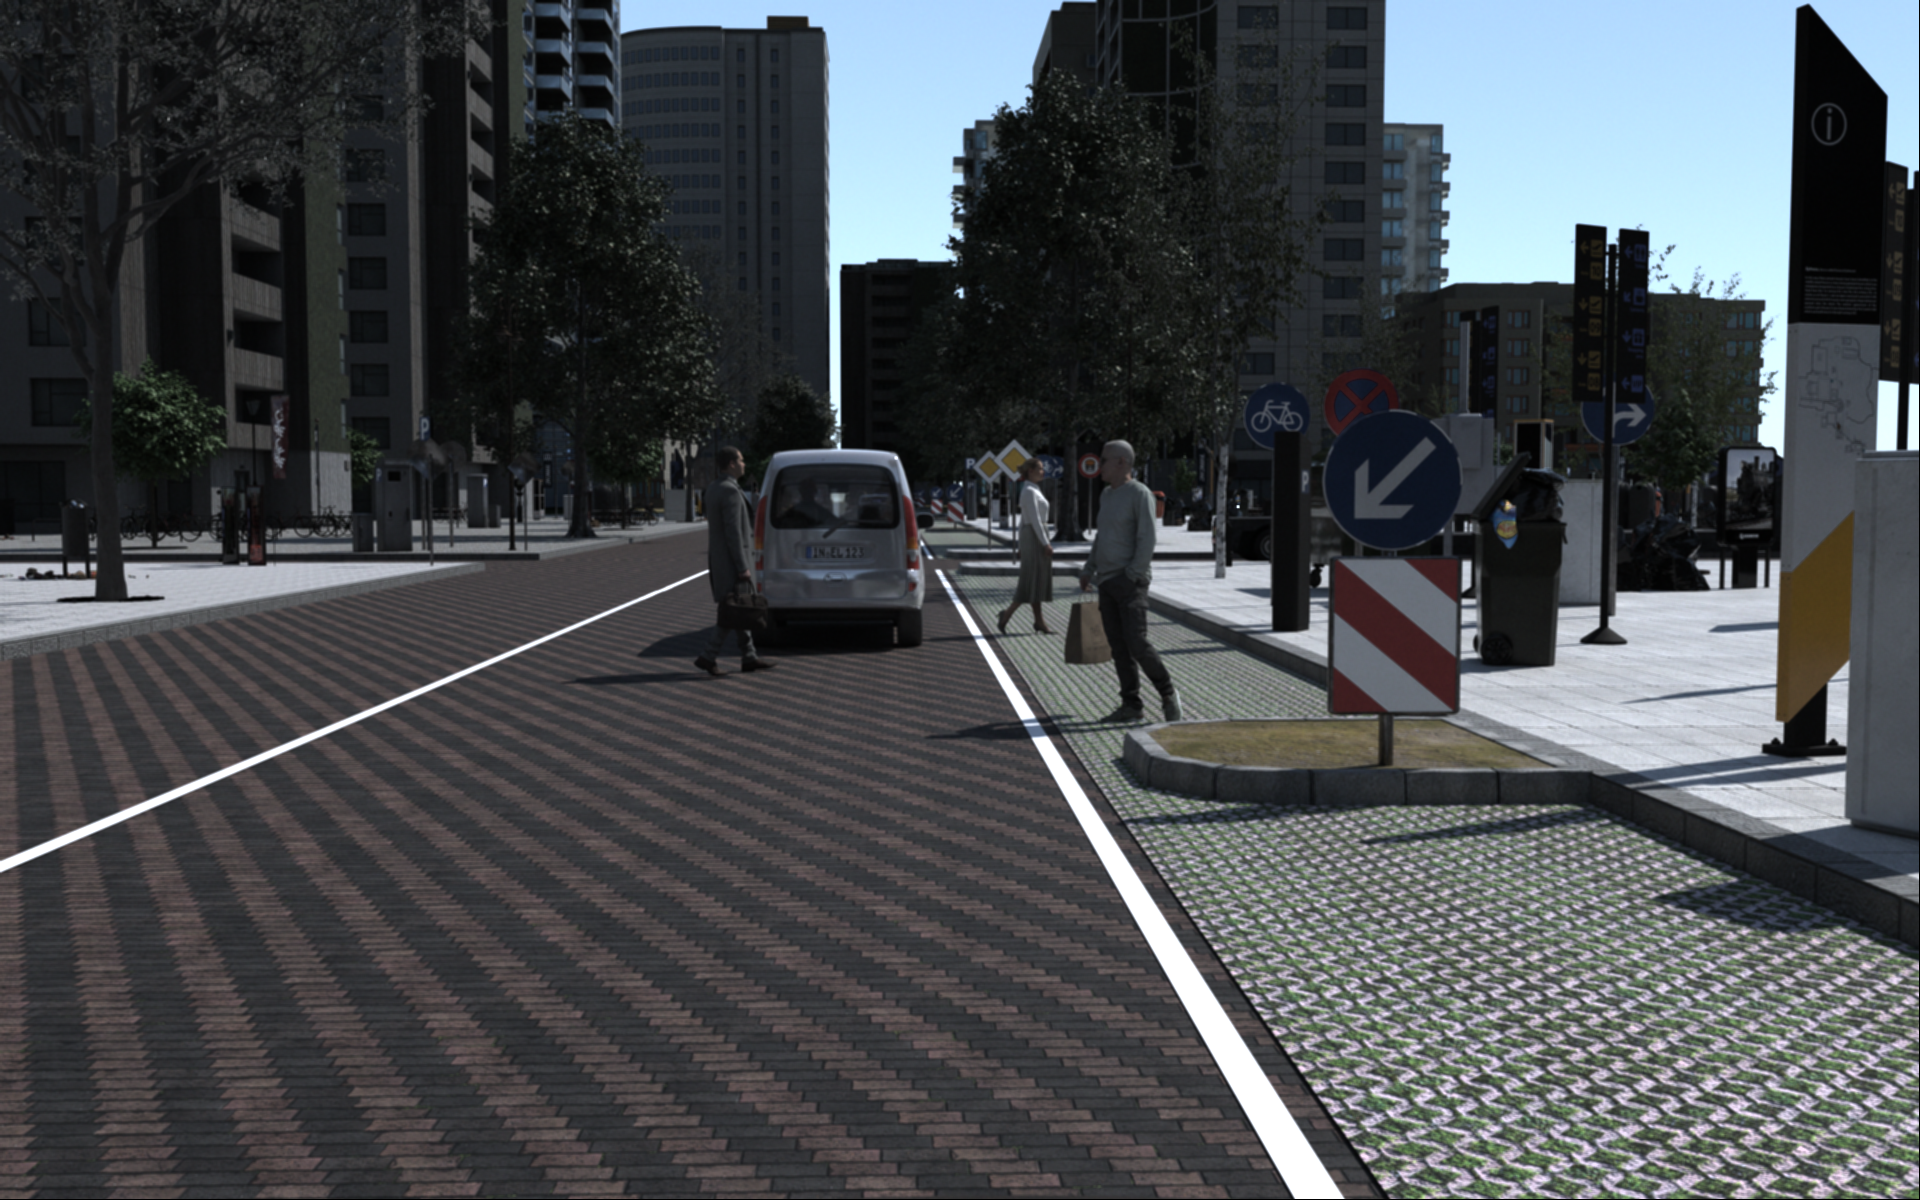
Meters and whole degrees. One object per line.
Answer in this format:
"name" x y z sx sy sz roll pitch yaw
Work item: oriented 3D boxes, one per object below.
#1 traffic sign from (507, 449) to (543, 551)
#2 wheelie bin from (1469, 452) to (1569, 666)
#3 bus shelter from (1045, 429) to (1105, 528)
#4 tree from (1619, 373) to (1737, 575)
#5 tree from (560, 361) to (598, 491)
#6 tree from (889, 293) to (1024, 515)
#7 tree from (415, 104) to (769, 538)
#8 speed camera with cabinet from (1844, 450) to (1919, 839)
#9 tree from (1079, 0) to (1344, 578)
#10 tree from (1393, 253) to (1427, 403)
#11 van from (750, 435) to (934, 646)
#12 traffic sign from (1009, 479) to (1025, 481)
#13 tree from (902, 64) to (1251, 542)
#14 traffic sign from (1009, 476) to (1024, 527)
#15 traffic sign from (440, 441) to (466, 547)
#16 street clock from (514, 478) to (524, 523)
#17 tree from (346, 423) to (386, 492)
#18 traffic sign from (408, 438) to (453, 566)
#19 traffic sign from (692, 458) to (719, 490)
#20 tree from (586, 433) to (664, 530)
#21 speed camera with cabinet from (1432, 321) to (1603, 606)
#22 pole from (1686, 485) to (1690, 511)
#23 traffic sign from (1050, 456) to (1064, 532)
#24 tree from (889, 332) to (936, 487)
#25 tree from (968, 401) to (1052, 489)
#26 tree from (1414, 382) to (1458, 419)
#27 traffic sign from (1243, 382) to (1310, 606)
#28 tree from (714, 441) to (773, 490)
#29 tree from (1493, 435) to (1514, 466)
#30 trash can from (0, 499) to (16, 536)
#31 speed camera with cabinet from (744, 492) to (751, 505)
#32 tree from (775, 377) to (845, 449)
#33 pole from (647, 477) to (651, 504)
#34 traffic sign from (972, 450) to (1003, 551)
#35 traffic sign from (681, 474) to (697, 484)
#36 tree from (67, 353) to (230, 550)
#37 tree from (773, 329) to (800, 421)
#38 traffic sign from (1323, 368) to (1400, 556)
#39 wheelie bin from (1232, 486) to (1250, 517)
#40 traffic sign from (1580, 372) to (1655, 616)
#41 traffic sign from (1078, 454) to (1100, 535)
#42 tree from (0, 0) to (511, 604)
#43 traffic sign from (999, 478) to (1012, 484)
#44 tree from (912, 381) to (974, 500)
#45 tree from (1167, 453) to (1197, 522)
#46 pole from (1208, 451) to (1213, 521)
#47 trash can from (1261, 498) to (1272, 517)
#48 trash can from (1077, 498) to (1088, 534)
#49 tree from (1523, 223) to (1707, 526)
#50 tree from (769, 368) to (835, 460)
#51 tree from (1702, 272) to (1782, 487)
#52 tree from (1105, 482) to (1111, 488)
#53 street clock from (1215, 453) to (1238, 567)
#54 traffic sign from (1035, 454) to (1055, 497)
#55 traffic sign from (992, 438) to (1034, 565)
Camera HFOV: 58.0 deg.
"traffic sign" -9.770 -2.159 38.937 0.795 2.450 0.064 0 4 -2
"wheelie bin" 4.248 -0.322 13.165 0.693 1.594 0.980 1 4 12
"bus shelter" 4.361 -4.557 65.788 1.731 3.624 6.357 0 4 -2
"tree" 11.454 -2.042 27.981 1.663 3.219 1.824 0 3 0
"tree" -20.055 -8.810 94.404 4.737 8.622 4.395 0 3 0
"tree" 0.398 -12.326 108.185 9.857 13.997 8.962 0 3 0
"tree" -11.192 -8.212 51.277 9.611 12.733 9.660 0 3 0
"speed camera with cabinet" 4.444 -0.759 6.753 2.038 3.252 0.660 -2 4 -24
"tree" 3.945 -4.651 26.410 4.360 8.622 3.978 0 3 0
"tree" 12.506 -6.310 53.537 4.360 8.622 3.978 0 3 0
"van" -1.247 -0.654 17.701 2.013 2.044 4.112 0 4 -3
"traffic sign" 2.202 -4.296 70.241 0.884 2.594 0.081 0 4 4
"tree" 3.067 -7.919 46.488 9.611 12.733 9.660 0 3 0
"traffic sign" 2.084 -4.154 67.925 0.884 2.594 0.081 0 4 1
"traffic sign" -12.290 -2.550 41.798 0.768 2.556 0.104 0 4 6
"street clock" -19.781 -4.479 77.803 0.358 2.002 0.471 2 4 33
"tree" -27.626 -5.773 78.106 4.285 4.588 4.351 0 3 0
"traffic sign" -9.457 -1.671 30.958 0.795 2.450 0.064 0 4 -2
"traffic sign" -13.788 -6.286 96.646 2.265 3.308 0.079 0 4 1
"tree" -12.125 -4.813 62.403 4.285 4.588 4.351 0 3 0
"speed camera with cabinet" 6.483 -1.577 20.113 2.038 3.252 0.660 0 4 2
"pole" 35.426 -5.529 84.250 0.158 3.312 0.155 0 3 0
"traffic sign" 3.202 -3.541 57.998 0.768 2.556 0.104 0 4 7
"tree" -1.745 -20.600 192.705 12.611 20.169 13.585 0 3 0
"tree" 1.694 -8.437 88.300 4.360 8.622 3.978 0 3 0
"tree" 31.730 -9.960 113.202 4.737 8.622 4.395 0 3 0
"traffic sign" 3.613 -1.207 19.844 0.768 2.556 0.104 0 4 -1
"tree" -13.874 -7.556 107.256 4.285 4.588 4.351 0 3 0
"tree" 29.705 -6.853 95.758 4.285 4.588 4.351 0 3 0
"trash can" -29.682 -2.575 53.748 0.748 1.137 0.748 0 3 0
"speed camera with cabinet" -14.620 -7.295 113.606 0.660 3.252 2.038 3 5 40
"tree" -17.092 -17.134 186.788 9.857 13.997 8.962 0 3 0
"pole" -19.393 -6.984 108.024 0.158 3.312 0.155 0 3 0
"traffic sign" 0.667 -2.182 39.324 0.795 2.450 0.064 0 4 -2
"traffic sign" -14.813 -5.791 94.686 0.884 2.594 0.081 0 4 7
"tree" -19.021 -3.482 40.647 4.285 4.588 4.351 0 3 0
"tree" -12.188 -10.263 78.170 12.009 13.543 11.850 0 3 0
"traffic sign" 4.055 -1.069 17.578 0.768 2.556 0.104 0 4 4
"wheelie bin" 10.837 -3.605 66.850 0.693 1.594 0.980 0 4 6
"traffic sign" 6.857 -1.104 18.154 0.768 2.556 0.104 0 4 1
"traffic sign" 4.091 -3.325 54.476 0.768 2.556 0.104 0 4 7
"tree" -10.327 -6.728 20.381 12.009 13.543 11.850 0 3 0
"traffic sign" 2.588 -5.918 96.867 0.768 2.556 0.104 0 4 0
"tree" -1.533 -15.873 177.655 7.486 12.596 7.792 0 3 0
"tree" 10.407 -5.256 80.536 1.663 3.219 1.824 0 3 0
"pole" 11.740 -5.336 81.094 0.158 3.312 0.155 0 3 0
"trash can" 10.293 -2.775 57.031 0.748 1.137 0.748 0 3 0
"trash can" 3.788 -2.737 56.398 0.748 1.137 0.748 0 3 0
"tree" 17.831 -5.970 47.980 4.737 8.622 4.395 0 3 0
"tree" -15.974 -14.728 157.803 9.611 12.733 9.660 0 3 0
"tree" 24.425 -6.512 56.830 4.737 8.622 4.395 0 3 0
"tree" 8.887 -6.352 98.457 1.663 3.219 1.824 0 3 0
"street clock" 4.695 -1.593 30.620 0.358 2.002 0.471 -1 4 -17
"traffic sign" 2.664 -3.383 55.424 0.768 2.556 0.104 0 4 2
"traffic sign" 0.980 -1.694 31.345 0.795 2.450 0.064 0 4 -2
